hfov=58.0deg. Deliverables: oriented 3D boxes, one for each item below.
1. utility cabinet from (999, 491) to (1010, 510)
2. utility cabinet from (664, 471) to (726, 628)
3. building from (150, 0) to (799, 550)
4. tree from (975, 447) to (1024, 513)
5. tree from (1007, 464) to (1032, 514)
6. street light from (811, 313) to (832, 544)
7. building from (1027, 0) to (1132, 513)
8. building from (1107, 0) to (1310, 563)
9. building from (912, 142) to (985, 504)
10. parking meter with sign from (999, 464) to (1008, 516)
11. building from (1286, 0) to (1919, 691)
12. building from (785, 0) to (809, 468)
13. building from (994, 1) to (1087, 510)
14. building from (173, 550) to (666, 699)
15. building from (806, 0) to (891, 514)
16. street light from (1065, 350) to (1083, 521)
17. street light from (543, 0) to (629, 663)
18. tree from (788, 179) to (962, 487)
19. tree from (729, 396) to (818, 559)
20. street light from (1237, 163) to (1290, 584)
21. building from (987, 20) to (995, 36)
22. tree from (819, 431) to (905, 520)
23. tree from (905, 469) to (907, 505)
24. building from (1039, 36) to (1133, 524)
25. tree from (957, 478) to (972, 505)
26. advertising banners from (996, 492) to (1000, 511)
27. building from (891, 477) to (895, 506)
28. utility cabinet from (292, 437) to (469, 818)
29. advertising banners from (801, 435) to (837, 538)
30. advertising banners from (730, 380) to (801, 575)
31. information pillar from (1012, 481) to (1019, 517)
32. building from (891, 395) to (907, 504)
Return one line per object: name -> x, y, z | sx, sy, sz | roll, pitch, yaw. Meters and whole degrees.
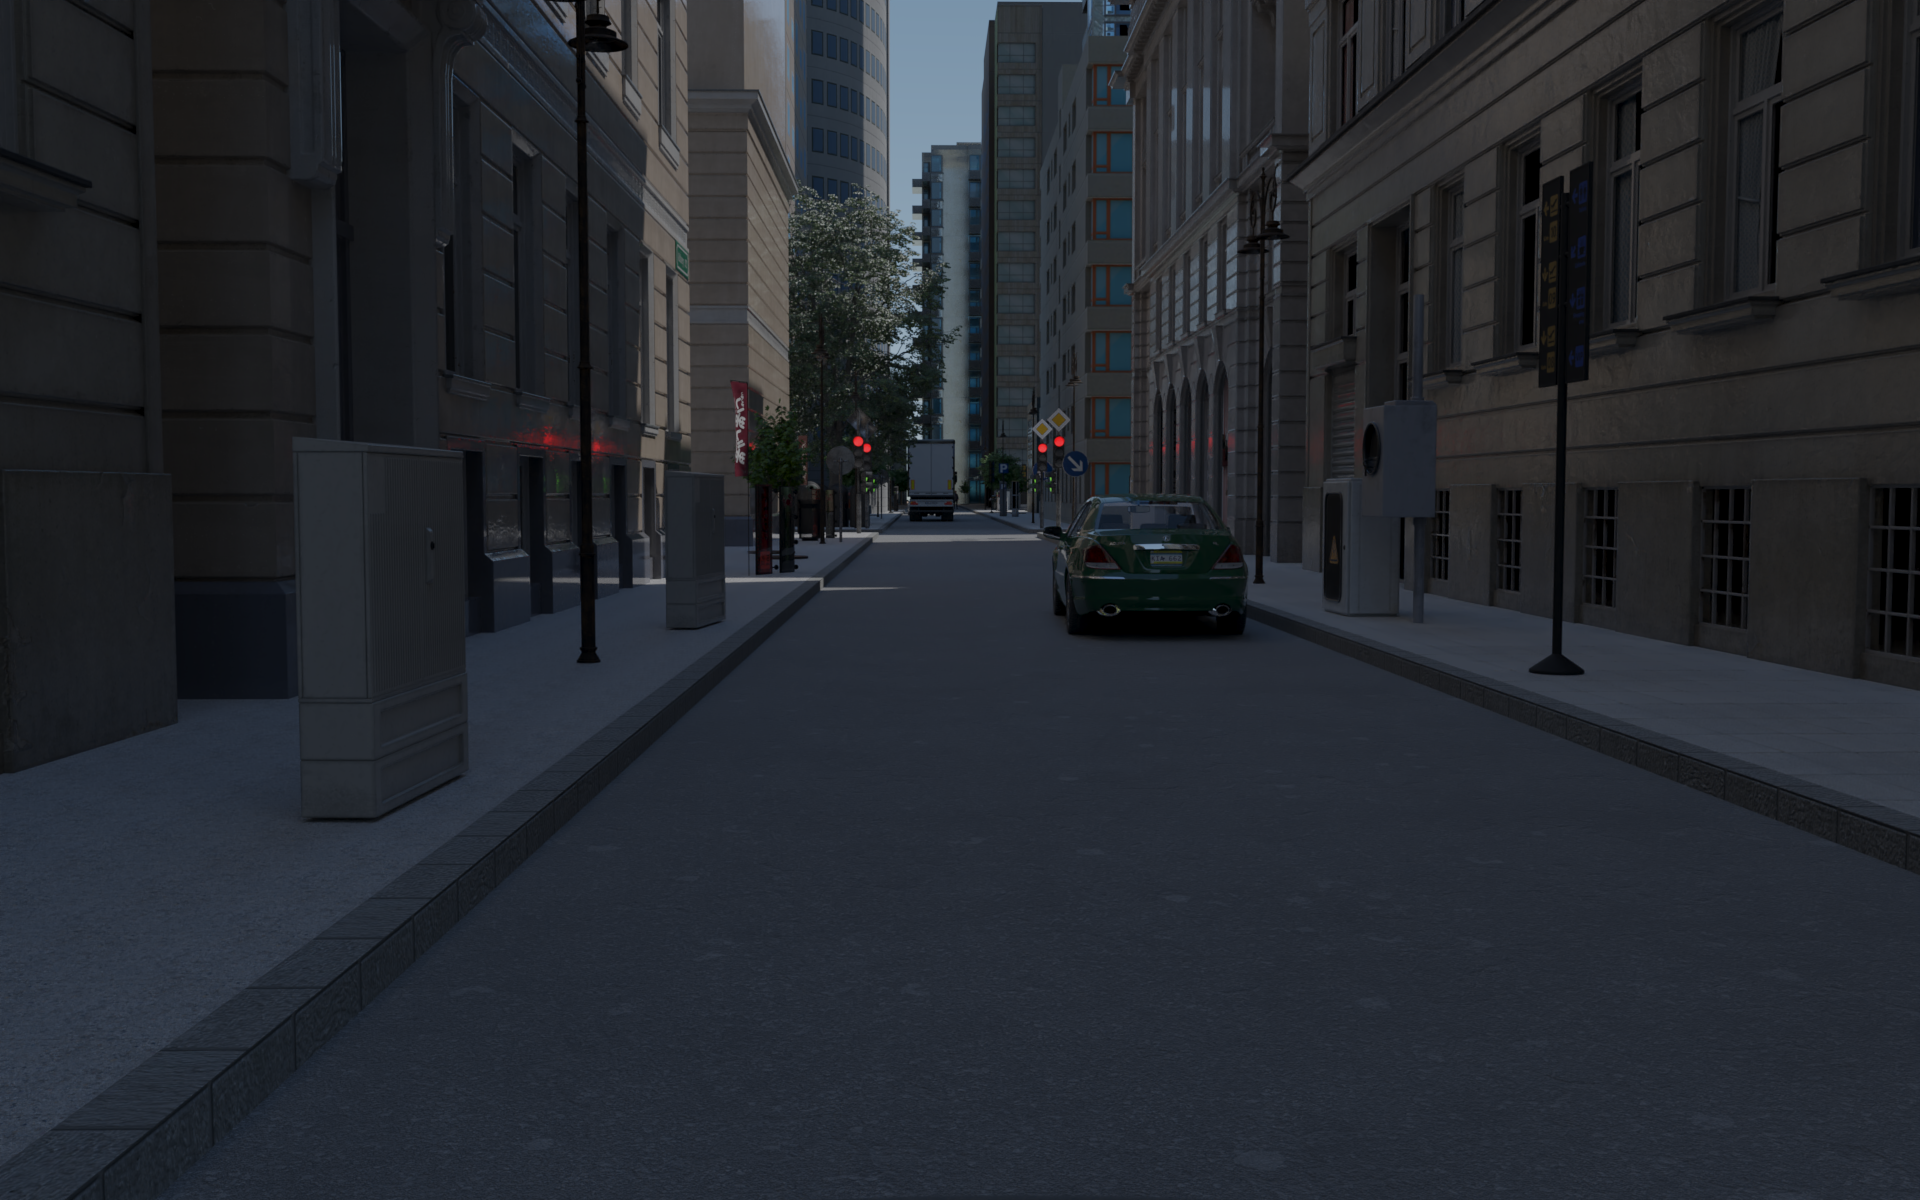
utility cabinet -> 3.495, -7.995, 139.393 | 0.318, 1.500, 1.173 | 3, 5, 42
utility cabinet -> -2.557, -0.500, 16.859 | 0.318, 1.500, 1.173 | 0, 4, 6
building -> -14.908, -16.015, 47.745 | 20.117, 28.700, 13.634 | 0, 4, -1
tree -> 2.750, -8.319, 119.724 | 4.285, 4.588, 4.351 | 0, 3, 0
tree -> 3.745, -7.185, 112.073 | 1.663, 3.219, 1.824 | 0, 3, 0
street light -> -3.540, -4.383, 44.445 | 0.468, 5.910, 1.993 | 0, 4, -1
building -> 16.357, -48.647, 108.054 | 22.319, 86.520, 31.000 | 0, 4, -1
building -> 11.527, -12.316, 43.173 | 13.314, 21.916, 24.055 | 0, 4, -1
building -> 8.783, -37.661, 235.370 | 30.456, 49.044, 23.786 | 0, 4, -1
parking meter with sign -> 2.513, -6.332, 99.787 | 0.543, 3.016, 1.738 | 0, 4, 2
building -> 13.386, -11.103, 14.820 | 16.112, 22.955, 30.059 | 0, 4, -1
building -> -14.859, -26.559, 84.348 | 14.600, 45.320, 14.200 | 0, 4, -1
building -> 9.901, -28.419, 148.237 | 14.154, 41.232, 14.086 | 0, 4, -1
building -> -10.612, -14.289, 19.535 | 13.634, 28.700, 20.117 | 0, 4, -1
building -> -15.601, -35.296, 119.090 | 21.231, 58.520, 28.212 | 0, 4, -1
street light -> 3.676, -5.083, 55.892 | 0.468, 5.910, 1.993 | 0, 4, -1
street light -> -2.830, -2.461, 13.024 | 0.468, 5.910, 1.993 | 0, 4, -1
tree -> -5.029, -10.052, 70.999 | 9.857, 13.997, 8.962 | 0, 3, 0
tree -> -3.518, -2.440, 34.499 | 1.663, 3.219, 1.824 | 0, 3, 0
street light -> 4.288, -3.173, 24.660 | 0.468, 5.910, 1.993 | 0, 4, -1
building -> 9.331, -31.322, 162.220 | 14.600, 45.320, 14.200 | 0, 4, -1
tree -> -5.325, -6.170, 84.596 | 4.285, 4.588, 4.351 | 0, 3, 0
tree -> -5.524, -7.252, 102.282 | 4.285, 4.588, 4.351 | 0, 3, 0
building -> 19.012, -14.355, 79.743 | 28.899, 21.520, 27.650 | 0, 4, -1
tree -> 0.602, -12.990, 206.982 | 1.663, 3.219, 1.824 | 0, 3, 0
advertising banners -> 2.956, -8.234, 130.820 | 0.090, 3.025, 2.074 | 1, 4, 14
building -> -22.955, -29.830, 179.605 | 32.217, 40.220, 23.993 | 0, 4, -1
utility cabinet -> -2.396, 0.085, 7.289 | 0.318, 1.500, 1.173 | 0, 4, 2
advertising banners -> -4.204, -3.345, 50.882 | 0.090, 3.025, 2.074 | -3, 4, -36
advertising banners -> -3.112, -1.919, 27.564 | 0.090, 3.025, 2.074 | 2, 4, 23
information pillar -> 3.123, -5.706, 97.777 | 0.304, 2.012, 0.304 | 2, 4, 28
building -> -22.734, -56.257, 232.481 | 31.000, 86.520, 22.319 | 0, 4, -1
